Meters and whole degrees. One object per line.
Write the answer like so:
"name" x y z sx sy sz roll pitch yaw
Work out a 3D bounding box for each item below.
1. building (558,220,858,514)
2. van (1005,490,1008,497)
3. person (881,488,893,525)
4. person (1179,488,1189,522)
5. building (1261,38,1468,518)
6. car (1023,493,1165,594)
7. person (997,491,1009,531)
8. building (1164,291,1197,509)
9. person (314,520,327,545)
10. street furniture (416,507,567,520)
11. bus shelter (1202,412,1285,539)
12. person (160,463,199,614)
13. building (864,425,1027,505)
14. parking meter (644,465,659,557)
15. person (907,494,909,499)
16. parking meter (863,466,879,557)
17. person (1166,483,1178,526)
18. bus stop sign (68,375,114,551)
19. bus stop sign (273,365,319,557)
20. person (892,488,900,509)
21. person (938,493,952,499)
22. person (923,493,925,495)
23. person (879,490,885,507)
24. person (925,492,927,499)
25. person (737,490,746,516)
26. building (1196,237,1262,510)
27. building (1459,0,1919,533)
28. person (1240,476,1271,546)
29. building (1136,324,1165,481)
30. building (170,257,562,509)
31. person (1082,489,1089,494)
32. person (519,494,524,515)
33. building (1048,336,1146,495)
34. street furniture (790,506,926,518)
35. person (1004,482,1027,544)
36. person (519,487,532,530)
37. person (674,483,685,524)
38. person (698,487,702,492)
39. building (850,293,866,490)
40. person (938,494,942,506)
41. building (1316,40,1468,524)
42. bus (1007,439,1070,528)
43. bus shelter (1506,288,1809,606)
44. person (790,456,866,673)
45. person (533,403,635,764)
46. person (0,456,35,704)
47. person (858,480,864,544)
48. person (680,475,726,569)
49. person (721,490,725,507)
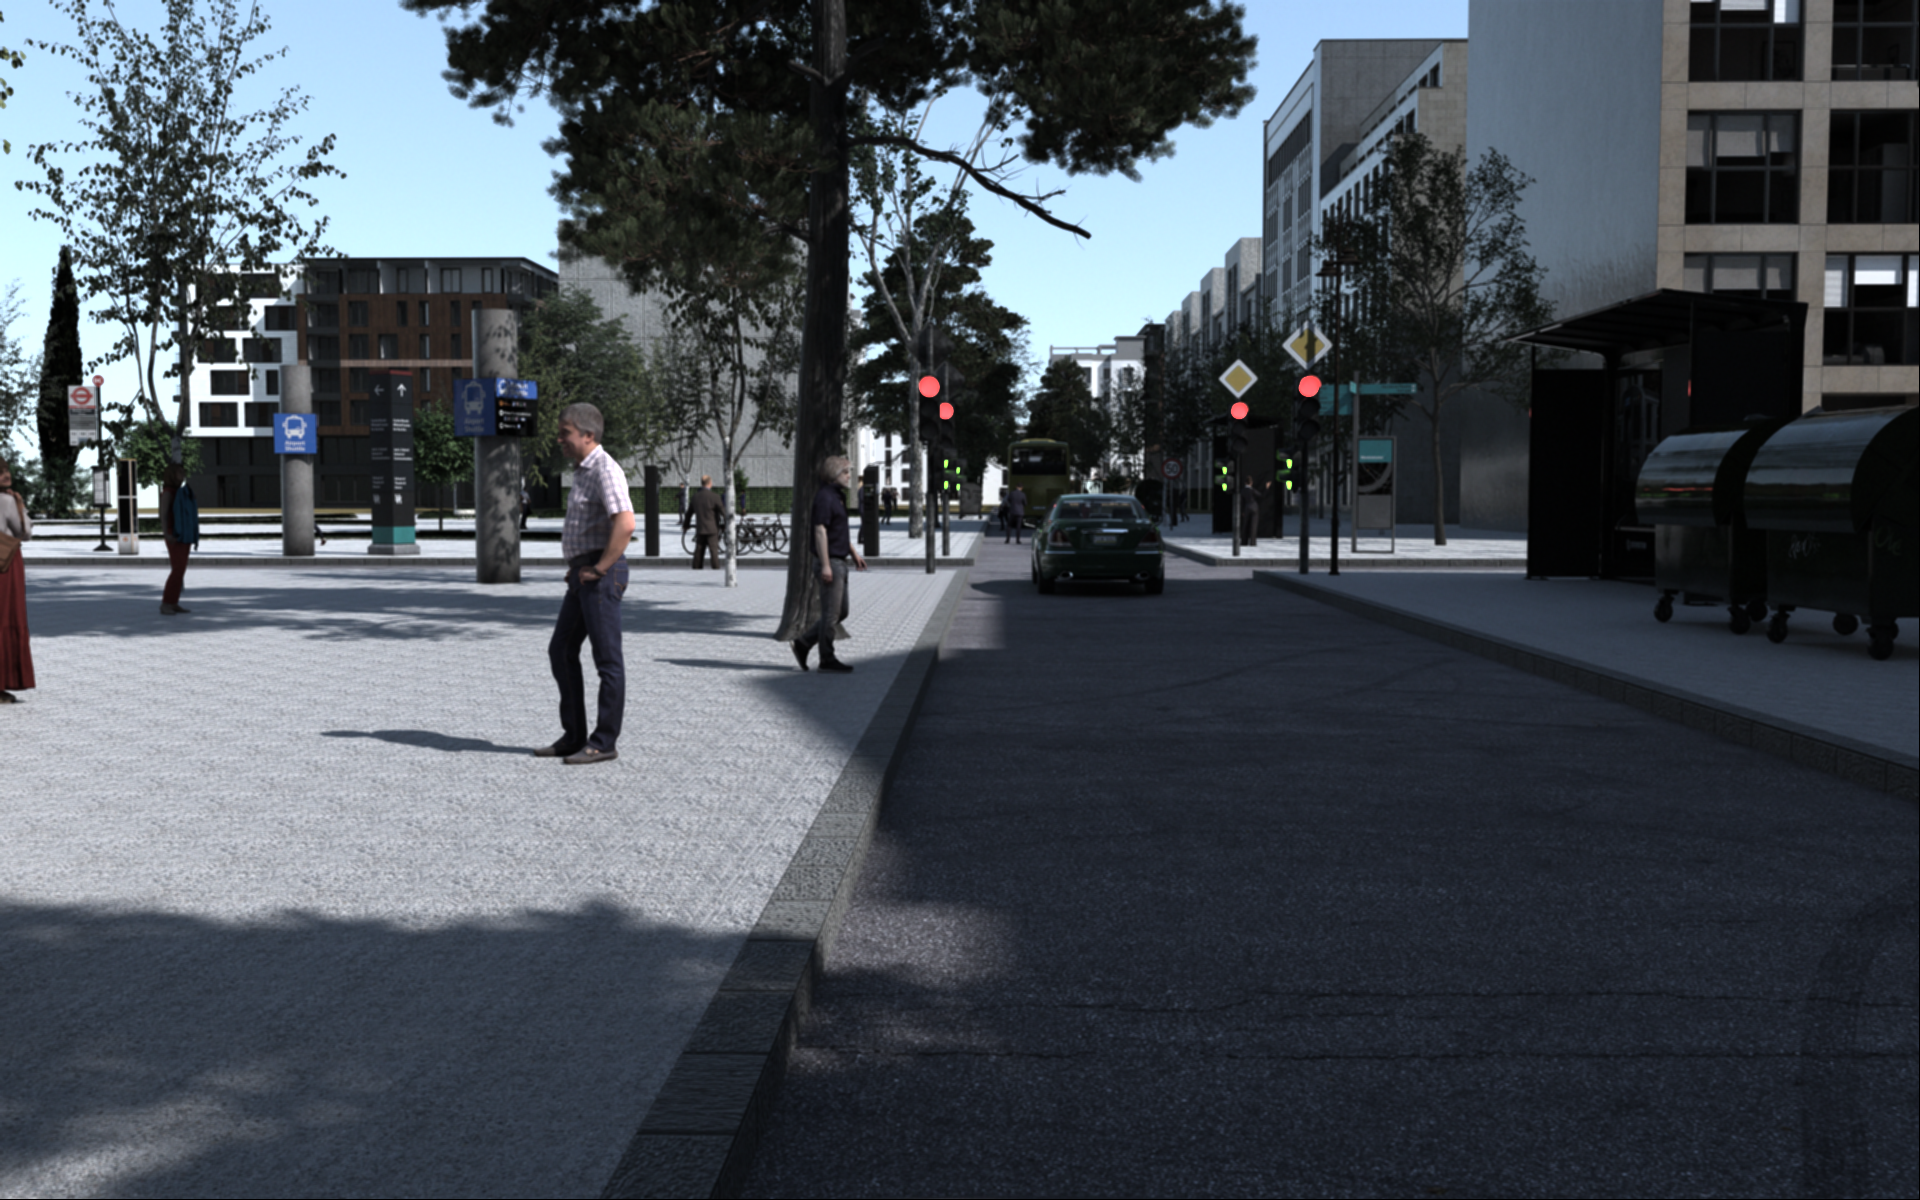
"building" -17.180 -15.978 127.693 16.747 18.905 31.486 0 4 1
"van" 5.914 -11.042 184.923 2.240 2.365 5.245 0 4 1
"person" -3.087 -3.923 72.399 0.471 1.553 0.569 -1 4 -12
"person" 10.428 -4.418 80.488 0.471 1.553 0.569 0 4 5
"building" 24.964 -17.263 100.270 12.078 24.808 19.932 0 4 1
"car" 2.039 -0.888 26.310 2.131 1.459 4.920 0 4 1
"person" 1.731 -3.480 67.608 0.590 1.554 0.614 -1 4 -12
"building" 28.697 -17.913 159.329 16.747 18.905 31.486 0 4 1
"person" -16.196 -2.123 43.288 0.613 1.512 0.480 -3 4 -38
"street furniture" -23.164 -4.589 90.651 10.072 0.657 5.734 -3 5 -40
"bus shelter" 8.554 -3.750 52.601 1.731 3.624 6.357 0 4 1
"person" -8.418 -0.668 18.674 0.444 1.614 0.593 2 4 25
"building" -3.446 -16.409 210.439 28.070 9.664 9.099 0 4 1
"parking meter" -6.321 -1.824 35.535 0.255 1.863 0.399 0 4 -4
"person" -3.869 -8.361 142.736 1.348 1.826 0.705 3 5 39
"parking meter" -1.814 -1.817 35.427 0.255 1.863 0.399 1 4 10
"person" 8.551 -3.871 70.016 0.565 1.739 0.600 2 4 33
"bus stop sign" -19.526 -3.069 38.889 0.855 3.939 0.416 0 4 -6
"bus stop sign" -13.644 -2.851 35.630 0.837 3.901 0.837 -1 4 -19
"person" -4.623 -7.033 121.748 0.721 1.736 1.217 -3 5 -43
"person" -1.042 -6.808 118.086 1.217 1.736 0.721 2 4 32
"person" -4.079 -10.886 184.746 1.217 1.735 0.721 -1 4 -9
"person" -7.764 -10.239 174.164 1.217 1.735 0.721 0 4 -1
"person" -2.469 -8.070 138.068 0.705 1.814 1.350 2 4 31
"person" -12.524 -5.543 99.042 0.546 1.535 0.453 0 4 -2
"building" 27.858 -15.983 127.781 16.747 18.905 31.486 0 4 1
"building" 35.608 -15.292 54.539 34.151 26.468 19.350 0 4 1
"person" 7.286 -2.196 42.745 0.742 1.727 0.445 0 4 6
"building" 38.797 -22.883 218.111 32.646 21.610 27.936 0 4 1
"building" -53.420 -19.561 163.797 32.646 21.610 27.936 0 4 1
"person" 4.643 -3.275 63.756 0.593 1.614 0.444 0 4 -8
"person" -14.170 -2.879 55.391 0.482 1.546 0.388 -3 5 -41
"building" 16.656 -21.843 213.545 11.380 20.091 16.016 0 4 1
"street furniture" -5.877 -5.034 97.932 5.734 0.657 10.072 -2 4 -27
"person" 1.616 -2.521 50.167 0.683 1.767 0.568 1 4 10
"person" -15.775 -3.325 62.613 0.614 1.554 0.590 2 4 35
"person" -11.925 -4.119 73.839 0.568 1.767 0.683 0 4 7
"person" -10.337 -3.876 69.871 0.683 1.767 0.568 2 4 33
"building" -16.653 -18.622 160.887 16.016 20.091 11.380 0 4 1
"person" -1.923 -10.626 179.793 1.348 1.822 0.705 -2 4 -27
"building" 23.655 -13.876 81.630 10.420 20.320 16.860 0 4 1
"bus" 3.452 -5.203 76.621 2.896 3.916 12.252 0 4 2
"bus shelter" 8.940 -1.933 22.890 1.731 3.624 6.357 0 4 1
"person" -0.960 -0.259 12.486 0.471 1.553 0.569 3 4 36
"person" -1.801 -0.078 8.262 0.436 1.711 0.756 -1 4 -19
"person" -5.925 -0.130 10.629 0.523 1.526 0.387 2 4 31
"person" -2.439 -2.276 44.183 0.530 1.710 0.541 2 4 23
"person" -4.359 -1.274 29.879 0.990 1.755 0.434 2 4 25
"person" -13.575 -5.611 100.159 0.453 1.535 0.546 0 4 -5
